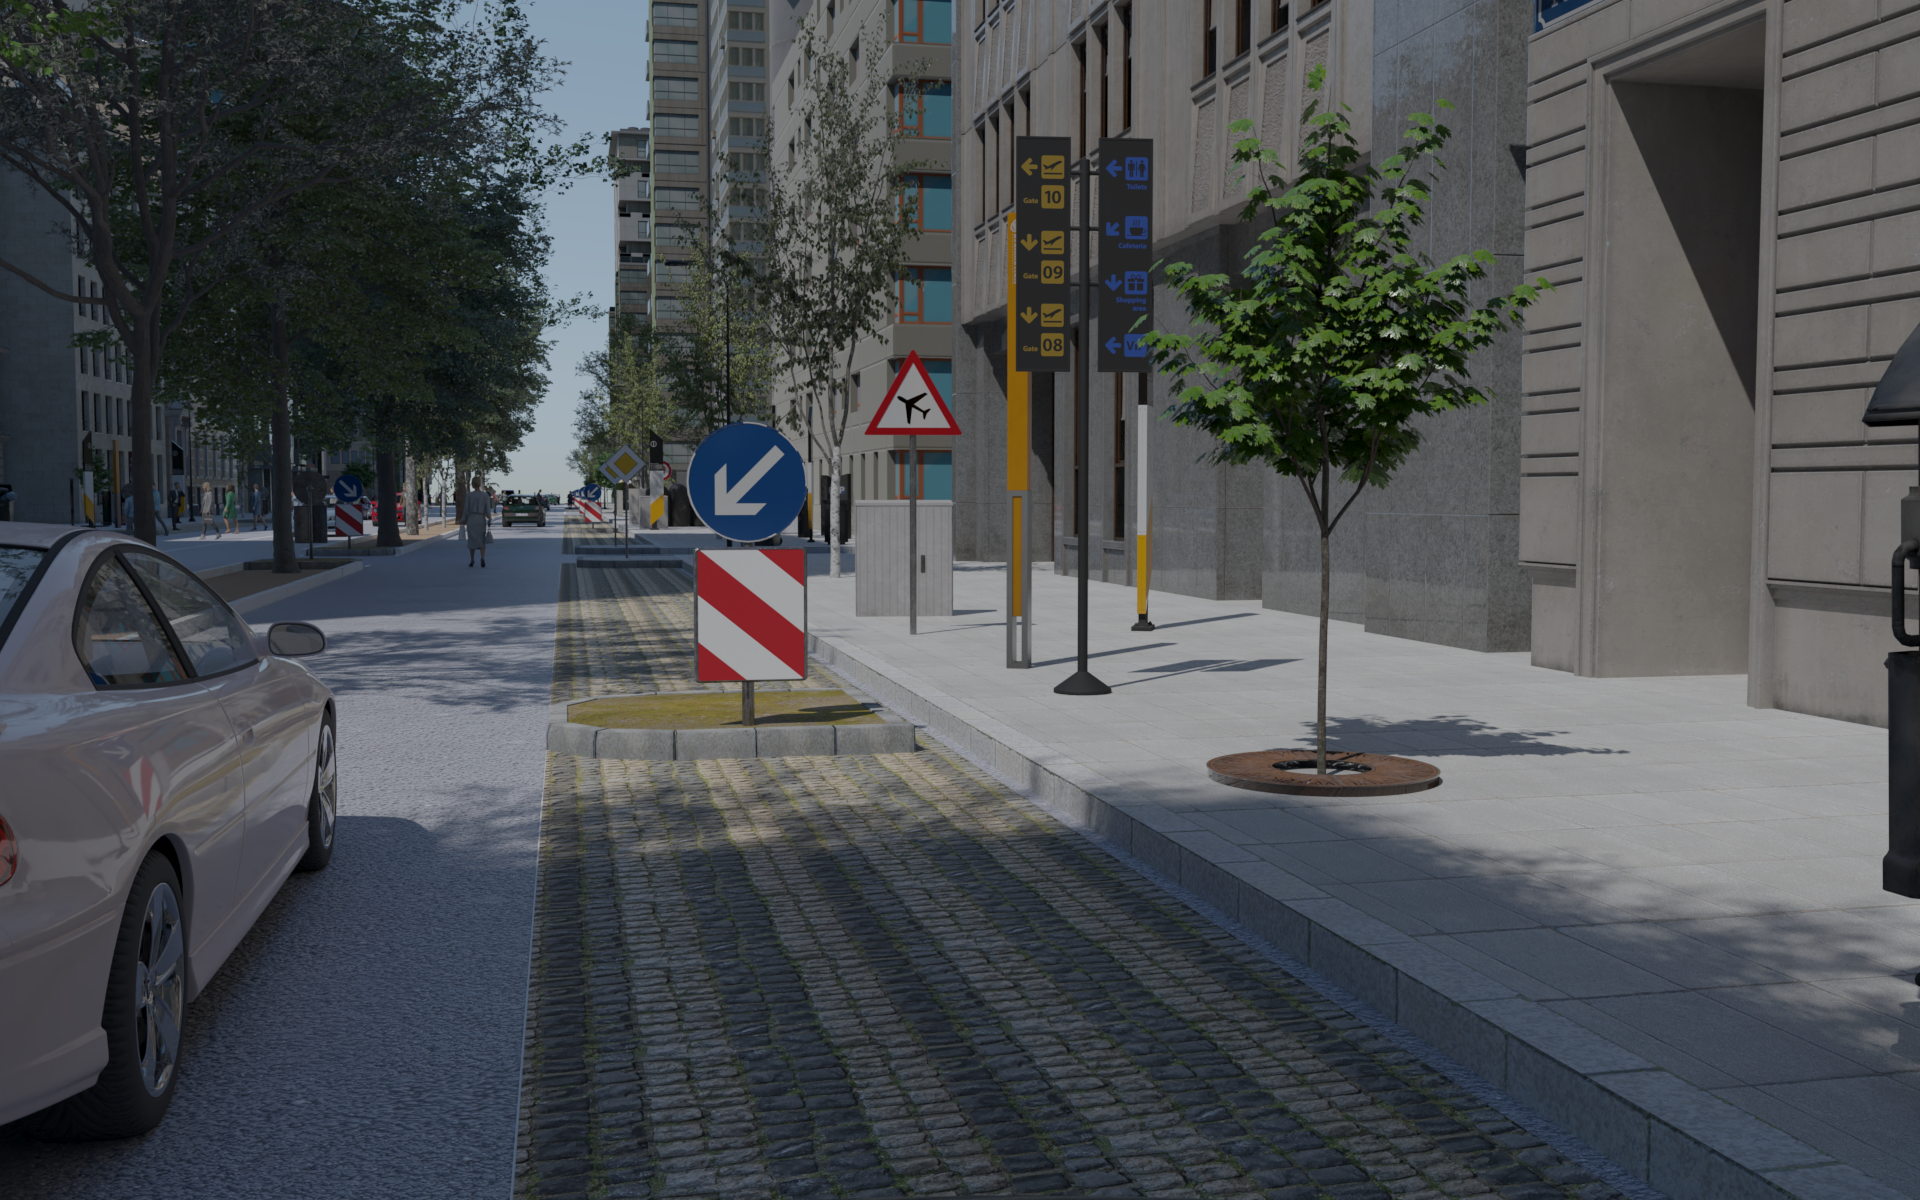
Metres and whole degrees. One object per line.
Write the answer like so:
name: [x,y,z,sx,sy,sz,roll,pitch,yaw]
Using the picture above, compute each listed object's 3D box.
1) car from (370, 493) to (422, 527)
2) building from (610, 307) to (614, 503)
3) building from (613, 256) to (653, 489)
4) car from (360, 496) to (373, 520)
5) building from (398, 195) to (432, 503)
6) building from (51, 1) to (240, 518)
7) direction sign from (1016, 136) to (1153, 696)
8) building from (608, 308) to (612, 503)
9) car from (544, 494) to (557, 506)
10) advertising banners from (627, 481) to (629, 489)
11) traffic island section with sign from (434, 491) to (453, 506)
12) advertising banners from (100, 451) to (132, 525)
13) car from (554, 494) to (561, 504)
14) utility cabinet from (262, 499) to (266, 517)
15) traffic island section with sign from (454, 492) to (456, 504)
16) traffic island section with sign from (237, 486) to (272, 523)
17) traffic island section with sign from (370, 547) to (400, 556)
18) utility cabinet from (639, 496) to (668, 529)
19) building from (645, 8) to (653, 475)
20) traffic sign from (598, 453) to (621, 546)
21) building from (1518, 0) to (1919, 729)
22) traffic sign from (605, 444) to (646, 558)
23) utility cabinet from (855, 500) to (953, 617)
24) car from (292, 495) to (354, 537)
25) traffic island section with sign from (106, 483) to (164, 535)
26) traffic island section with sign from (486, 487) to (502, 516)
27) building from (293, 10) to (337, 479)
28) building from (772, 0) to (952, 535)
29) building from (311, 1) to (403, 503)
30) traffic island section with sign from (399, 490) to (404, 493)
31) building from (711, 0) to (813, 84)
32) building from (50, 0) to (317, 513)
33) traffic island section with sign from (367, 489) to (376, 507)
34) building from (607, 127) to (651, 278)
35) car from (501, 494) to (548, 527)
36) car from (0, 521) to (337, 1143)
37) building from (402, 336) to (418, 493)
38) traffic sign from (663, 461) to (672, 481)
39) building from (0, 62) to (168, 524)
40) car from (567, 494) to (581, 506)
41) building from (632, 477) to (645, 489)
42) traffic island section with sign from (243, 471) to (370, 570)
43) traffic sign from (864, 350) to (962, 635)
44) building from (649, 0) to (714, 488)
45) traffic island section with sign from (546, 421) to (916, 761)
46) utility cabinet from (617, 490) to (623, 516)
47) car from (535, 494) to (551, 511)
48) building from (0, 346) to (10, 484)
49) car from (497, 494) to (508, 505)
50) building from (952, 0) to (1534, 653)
car: [-25.256,-4.201,77.722,2.155,1.783,4.494,-1,4,-11]
building: [-37.822,-27.791,226.091,14.160,30.474,14.107,-1,4,-13]
building: [-34.641,-26.952,212.373,14.160,30.474,14.107,-1,4,-13]
car: [-33.464,-5.079,95.616,1.945,1.354,3.894,-1,4,-13]
building: [-85.923,-37.018,255.346,14.600,45.320,14.200,-1,4,-13]
building: [-50.079,-19.169,99.322,13.634,28.700,20.117,-1,4,-13]
direction sign: [0.792,-1.168,11.094,0.876,3.537,0.379,0,4,-6]
building: [-46.929,-30.297,267.057,14.160,30.474,14.107,-1,4,-13]
car: [-51.583,-12.566,217.249,2.131,1.459,4.920,-1,4,-15]
advertising banners: [-17.460,-5.862,92.027,0.090,3.025,2.074,-2,4,-24]
traffic island section with sign: [-64.288,-12.641,215.311,1.989,1.847,2.006,-1,4,-13]
advertising banners: [-34.334,-4.561,70.763,2.074,3.025,0.090,1,4,21]
car: [-55.377,-13.686,235.570,2.131,1.459,4.920,-1,4,-14]
utility cabinet: [-39.297,-5.421,97.314,0.318,1.500,1.173,-2,4,-35]
traffic island section with sign: [-70.299,-14.255,241.697,1.989,1.847,2.006,-1,4,-13]
traffic island section with sign: [-35.062,-4.789,86.926,1.989,1.847,2.006,-1,4,-13]
traffic island section with sign: [-14.298,-1.995,40.751,2.006,1.907,1.989,-1,4,-13]
utility cabinet: [-11.352,-3.242,64.169,1.020,1.237,0.306,-1,4,-22]
building: [-15.716,-32.524,151.368,23.786,49.044,30.456,-1,4,-13]
traffic sign: [-8.435,-2.367,42.349,0.795,2.450,0.064,-1,4,-13]
building: [11.252,-10.258,3.870,11.583,22.565,21.152,-1,4,-13]
traffic sign: [-6.663,-1.891,34.563,0.795,2.450,0.064,-1,4,-13]
utility cabinet: [-0.590,-0.433,18.235,1.020,1.237,0.306,0,4,-5]
car: [-21.681,-2.895,59.328,2.014,1.417,4.499,-1,4,-11]
traffic island section with sign: [-29.071,-3.181,60.642,1.989,1.847,2.006,-1,4,-13]
traffic island section with sign: [-30.987,-6.476,114.019,2.006,1.907,1.989,-1,4,-13]
building: [-67.745,-30.429,152.138,22.147,44.769,28.867,-1,4,-13]
building: [9.217,-13.349,63.298,28.899,21.520,27.650,-1,4,-13]
building: [-78.920,-40.589,205.628,21.231,58.520,28.212,-1,4,-13]
traffic island section with sign: [-52.264,-9.412,162.510,1.989,1.847,2.006,-1,4,-13]
building: [-2.577,-25.453,108.039,32.217,40.220,23.993,-1,4,-13]
building: [-60.006,-30.813,123.401,23.786,49.044,30.456,-1,4,-13]
traffic island section with sign: [-46.276,-7.804,136.226,1.989,1.847,2.006,-1,4,-13]
building: [-35.244,-40.269,247.640,28.713,52.752,27.495,-1,4,-13]
car: [-19.105,-4.044,75.905,2.009,1.686,4.222,-1,4,-11]
car: [-2.999,0.450,5.013,2.083,1.381,4.827,-1,4,-13]
building: [-79.579,-27.921,228.216,14.160,30.474,14.107,-1,4,-13]
traffic sign: [-11.374,-4.036,66.093,0.768,2.556,0.104,0,4,-7]
building: [-44.832,-13.841,81.055,10.420,20.320,16.860,-1,4,-13]
car: [-47.883,-12.566,215.243,2.009,1.686,4.222,-1,4,-11]
building: [-17.613,-29.833,179.657,32.217,40.220,23.993,-1,4,-13]
traffic island section with sign: [-12.663,-1.553,33.525,2.006,1.907,1.989,-1,4,-13]
traffic sign: [-0.427,-0.962,15.727,0.884,2.594,0.081,0,4,-8]
building: [-15.927,-27.227,128.763,14.154,41.232,14.086,-1,4,-13]
traffic island section with sign: [-1.432,-0.098,10.234,1.989,1.847,2.006,-1,4,-13]
utility cabinet: [-19.314,-5.488,98.403,0.318,1.500,1.173,-1,4,-13]
car: [-36.879,-8.557,151.913,2.014,1.417,4.499,-1,4,-12]
building: [-41.502,-14.411,54.707,14.460,24.649,34.723,-1,4,-13]
car: [-56.063,-12.360,211.877,2.009,1.686,4.222,-1,4,-14]
building: [7.901,-12.611,24.220,12.078,24.808,19.932,-1,4,-13]
